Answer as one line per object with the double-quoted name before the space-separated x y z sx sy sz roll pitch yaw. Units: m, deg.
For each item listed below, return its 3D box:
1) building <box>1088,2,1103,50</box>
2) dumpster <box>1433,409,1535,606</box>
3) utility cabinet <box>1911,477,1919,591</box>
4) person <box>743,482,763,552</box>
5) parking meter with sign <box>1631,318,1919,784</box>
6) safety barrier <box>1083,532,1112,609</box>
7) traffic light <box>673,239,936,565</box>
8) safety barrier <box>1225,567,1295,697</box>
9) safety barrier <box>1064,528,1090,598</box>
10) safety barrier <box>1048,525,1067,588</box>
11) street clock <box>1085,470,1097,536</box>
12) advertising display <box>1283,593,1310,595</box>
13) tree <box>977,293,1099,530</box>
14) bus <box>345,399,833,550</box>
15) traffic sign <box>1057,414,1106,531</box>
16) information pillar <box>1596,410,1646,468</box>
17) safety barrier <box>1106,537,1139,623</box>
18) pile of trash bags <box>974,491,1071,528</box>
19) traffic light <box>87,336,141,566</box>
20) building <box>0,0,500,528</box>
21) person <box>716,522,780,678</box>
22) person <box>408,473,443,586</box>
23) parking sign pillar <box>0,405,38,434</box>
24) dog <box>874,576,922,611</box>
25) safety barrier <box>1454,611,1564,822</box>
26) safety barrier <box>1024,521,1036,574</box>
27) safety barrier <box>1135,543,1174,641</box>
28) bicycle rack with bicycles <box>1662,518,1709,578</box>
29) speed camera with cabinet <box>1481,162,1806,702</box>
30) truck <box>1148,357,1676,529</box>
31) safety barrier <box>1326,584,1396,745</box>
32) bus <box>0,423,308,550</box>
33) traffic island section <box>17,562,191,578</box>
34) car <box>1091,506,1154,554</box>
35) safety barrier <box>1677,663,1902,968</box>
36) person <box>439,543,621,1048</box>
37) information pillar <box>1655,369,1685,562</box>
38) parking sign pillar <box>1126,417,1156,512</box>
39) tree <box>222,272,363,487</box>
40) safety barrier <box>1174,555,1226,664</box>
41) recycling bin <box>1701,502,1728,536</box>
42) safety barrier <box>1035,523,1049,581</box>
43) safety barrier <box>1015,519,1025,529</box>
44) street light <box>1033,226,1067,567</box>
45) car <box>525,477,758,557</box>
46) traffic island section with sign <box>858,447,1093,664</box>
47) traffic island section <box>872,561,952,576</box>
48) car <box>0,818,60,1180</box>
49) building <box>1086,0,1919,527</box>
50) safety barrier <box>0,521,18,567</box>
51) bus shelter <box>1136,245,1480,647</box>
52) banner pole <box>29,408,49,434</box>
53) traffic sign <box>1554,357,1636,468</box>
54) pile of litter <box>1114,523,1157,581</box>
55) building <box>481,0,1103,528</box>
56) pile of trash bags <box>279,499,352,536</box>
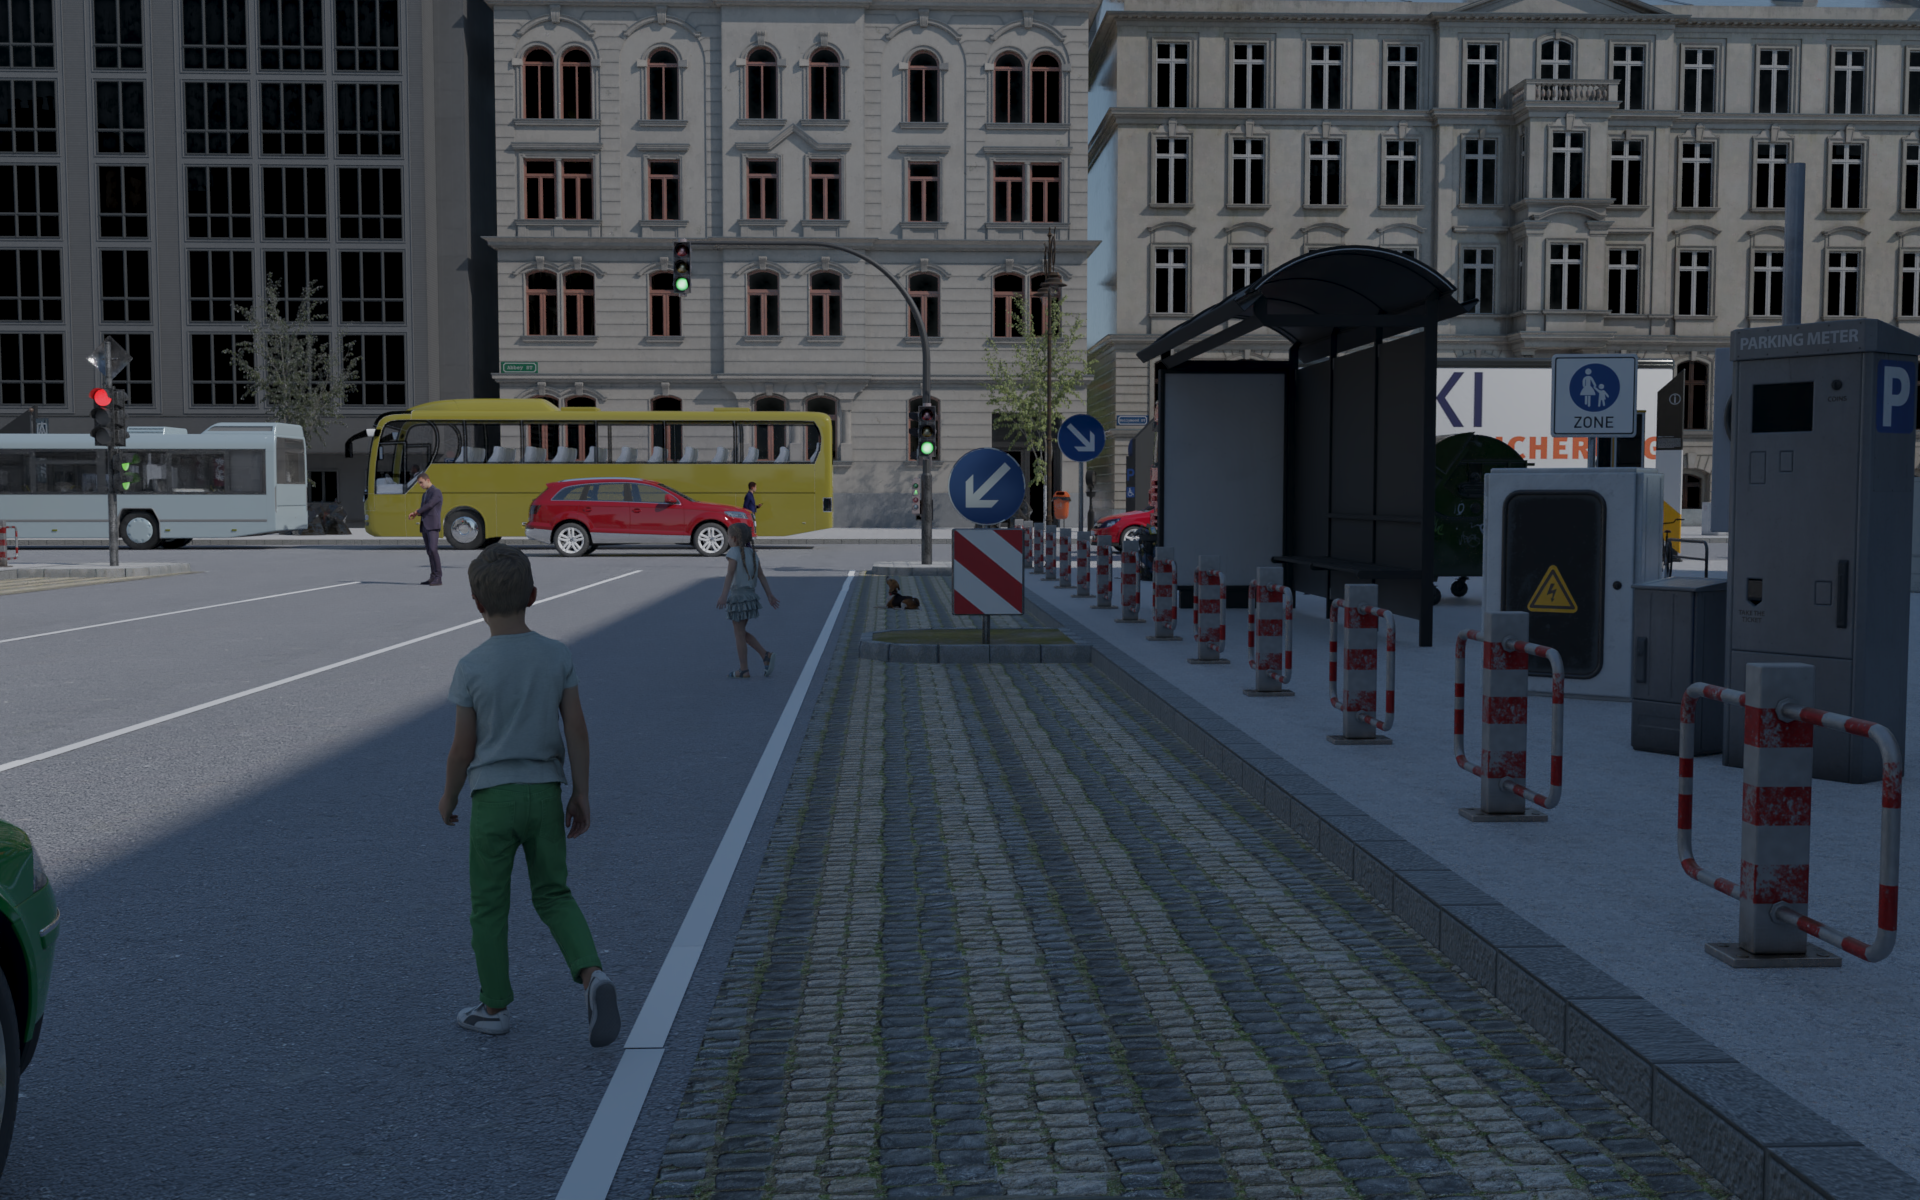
"building" 20.856 -37.069 148.078 21.231 58.520 28.212 0 4 -2
"dumpster" 5.804 -1.109 20.631 1.502 2.255 1.985 0 4 -2
"utility cabinet" 12.239 -0.872 22.932 0.318 1.500 1.173 -3 5 -40
"person" -5.125 -2.059 42.868 0.504 1.737 0.576 -1 4 -9
"parking meter with sign" 3.957 -0.715 7.957 0.543 3.016 1.738 -2 4 -34
"safety barrier" 1.617 -0.314 19.406 0.300 0.817 1.120 0 4 -2
"traffic light" -2.719 -3.457 31.195 4.771 5.953 1.251 0 4 -2
"safety barrier" 1.970 0.198 11.032 0.300 0.817 1.120 0 4 -2
"safety barrier" 1.532 -0.442 21.495 0.300 0.817 1.120 0 4 -2
"safety barrier" 1.436 -0.570 23.590 0.300 0.817 1.120 0 4 -2
"street clock" 3.992 -2.951 52.817 0.358 2.002 0.471 1 4 21
"advertising display" 4.057 -1.043 22.264 0.974 1.923 0.123 2 4 30
"tree" 2.821 -6.806 61.646 4.737 8.622 4.395 0 3 0
"bus" -9.469 -3.295 45.420 12.252 3.916 2.896 0 4 -3
"traffic sign" 1.931 -1.683 27.630 0.768 2.556 0.104 0 4 -2
"information pillar" 5.811 -0.660 15.277 0.304 2.012 0.304 0 4 -7
"safety barrier" 1.702 -0.185 17.306 0.300 0.817 1.120 0 4 -2
"pile of trash bags" 2.074 -2.949 57.965 3.447 1.369 1.912 1 4 22
"traffic light" -15.080 -2.561 30.798 0.839 4.253 0.868 0 4 -2
"building" -30.471 -16.869 69.320 24.014 27.812 14.314 0 4 -2
"person" -1.665 0.006 13.419 0.382 1.210 0.505 2 4 27
"person" -8.406 -1.118 27.234 0.568 1.767 0.683 -3 5 -45
"parking sign pillar" -28.483 -3.915 52.477 1.447 3.967 1.447 0 4 1
"dog" -0.760 -0.075 21.418 0.550 0.427 0.748 -1 4 -12
"safety barrier" 2.149 0.455 6.834 0.300 0.817 1.120 0 4 -2
"safety barrier" 1.264 -0.826 27.776 0.300 0.817 1.120 0 4 -2
"safety barrier" 1.795 -0.057 15.203 0.300 0.817 1.120 0 4 -2
"bicycle rack with bicycles" 9.697 -0.741 25.494 2.852 0.926 2.925 0 4 6
"speed camera with cabinet" 4.336 -1.002 10.713 2.038 3.252 0.660 3 4 36
"truck" 9.073 -2.926 36.751 11.283 4.237 2.839 0 4 -3
"safety barrier" 2.062 0.327 8.921 0.300 0.817 1.120 0 4 -2
"bus" -24.188 -3.079 45.197 13.247 3.499 2.948 0 4 -3
"traffic island section" -15.121 -0.529 30.931 2.009 0.180 2.903 0 4 -2
"car" 5.421 -2.028 42.206 4.494 1.783 2.155 0 4 -3
"safety barrier" 2.238 0.583 4.749 0.300 0.817 1.120 0 4 -2
"person" -1.127 0.504 4.509 0.590 1.304 0.306 3 5 39
"information pillar" 13.413 -2.530 32.728 0.504 3.616 0.183 3 4 36
"parking sign pillar" 6.084 -4.224 57.527 1.447 3.967 1.447 -3 5 -44
"tree" -22.502 -6.616 58.535 4.360 8.622 3.978 0 3 0
"safety barrier" 1.887 0.071 13.118 0.300 0.817 1.120 0 4 -2
"recycling bin" 23.529 -2.517 53.706 0.722 1.027 0.722 -1 4 -17
"safety barrier" 1.348 -0.697 25.675 0.300 0.817 1.120 0 4 -2
"safety barrier" 1.173 -0.953 29.861 0.300 0.817 1.120 0 4 -2
"street light" 1.554 -3.510 30.169 0.468 5.910 1.993 0 4 -2
"car" -7.372 -1.929 40.212 5.304 1.827 2.281 0 4 -4
"traffic island section with sign" 0.092 -0.420 15.491 1.989 1.847 2.006 0 4 -2
"traffic island section" -0.592 -0.566 31.540 2.009 0.180 2.903 0 4 -2
"car" -2.632 0.437 1.656 1.959 1.807 4.718 0 4 -3
"building" 22.649 -15.484 72.242 34.723 24.649 14.460 0 4 -2
"safety barrier" -16.792 -0.982 30.333 0.300 0.817 1.120 0 4 -2
"bus shelter" 3.101 -1.403 16.868 2.014 3.302 5.546 0 4 -2
"banner pole" -26.784 -3.692 50.387 0.863 3.779 0.401 1 4 18
"traffic sign" 4.635 -0.649 12.736 0.606 2.300 0.079 0 4 5
"pile of litter" 3.025 -0.723 25.790 1.176 0.858 1.719 -1 4 -22
"building" -6.459 -17.332 70.773 23.554 28.519 14.401 0 4 -2
"pile of trash bags" -20.756 -2.764 54.947 1.912 1.369 3.447 -3 5 -41
